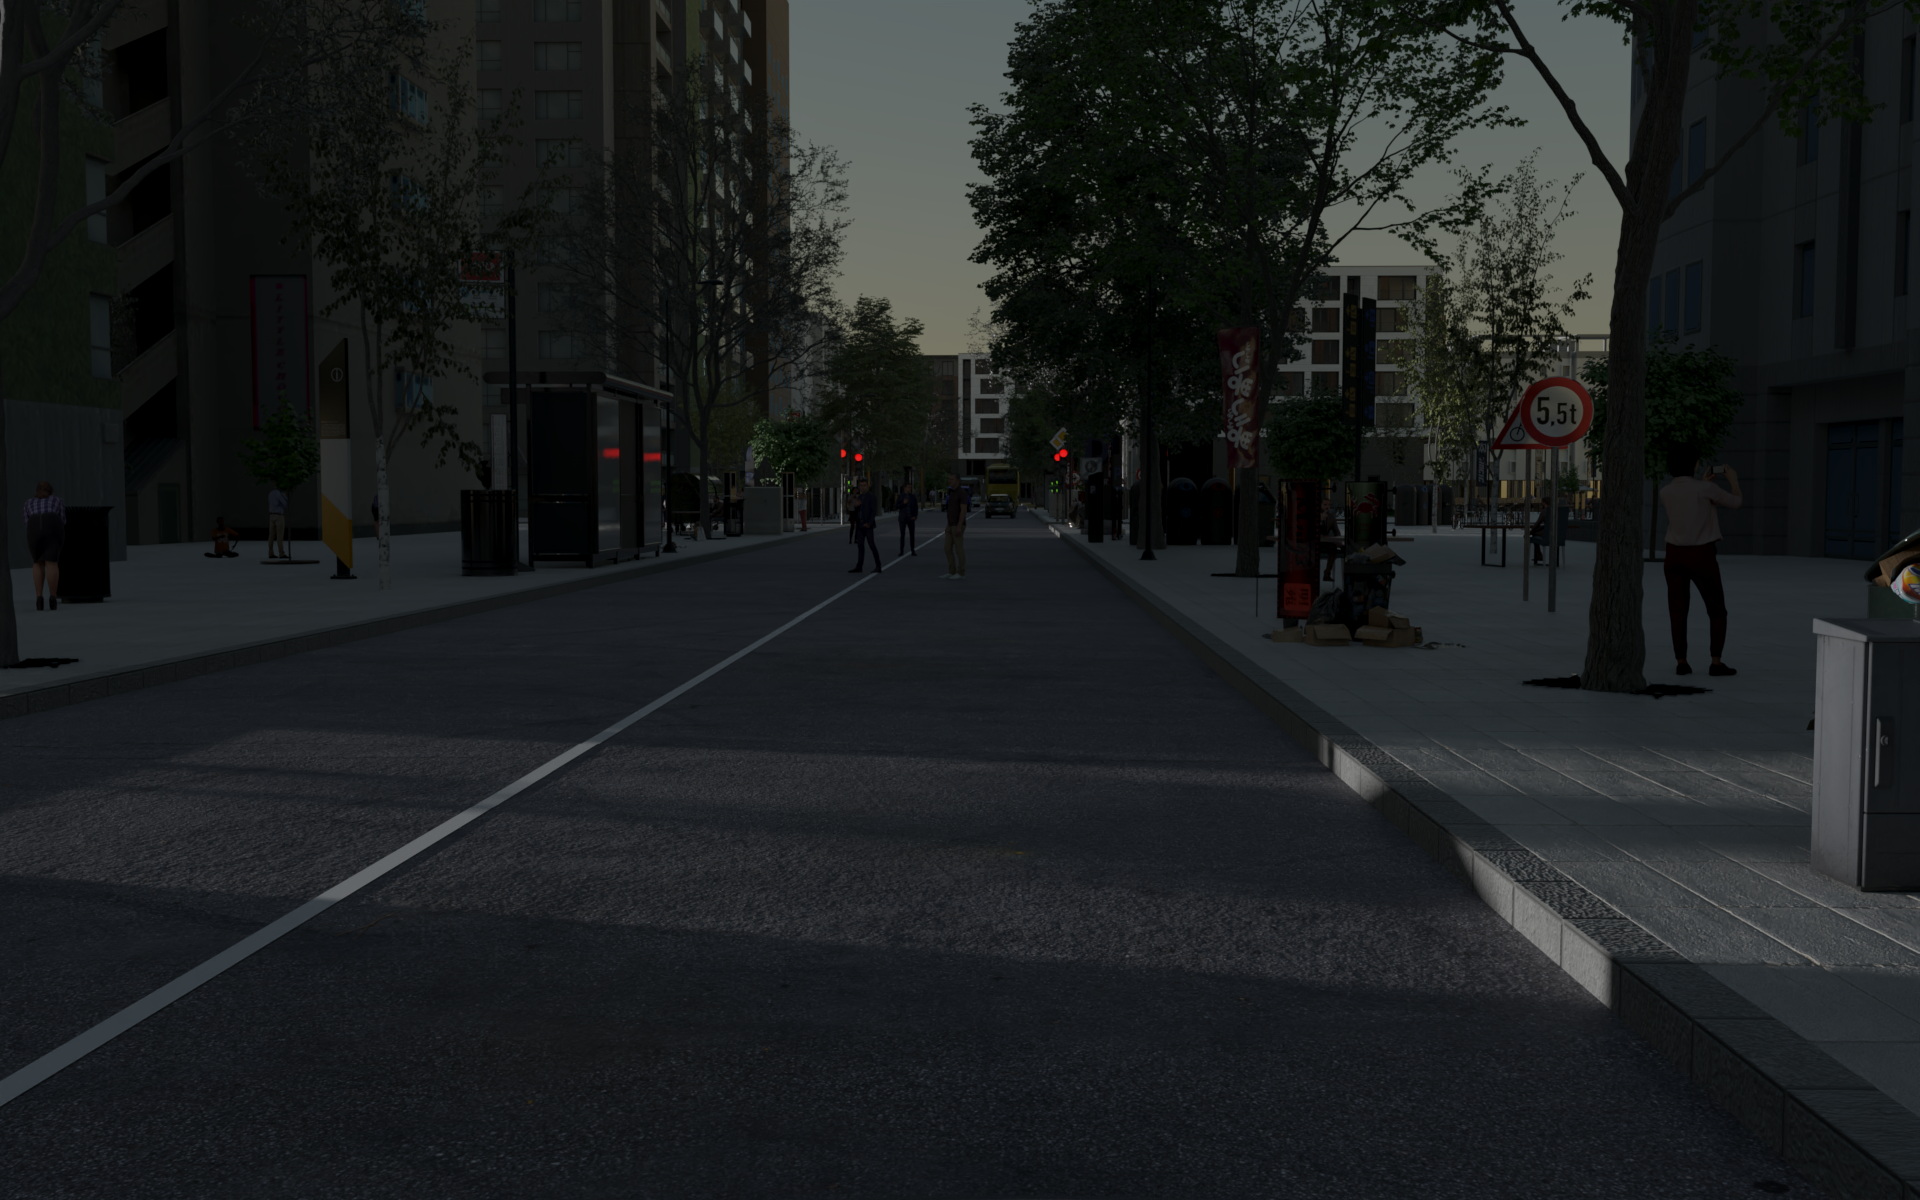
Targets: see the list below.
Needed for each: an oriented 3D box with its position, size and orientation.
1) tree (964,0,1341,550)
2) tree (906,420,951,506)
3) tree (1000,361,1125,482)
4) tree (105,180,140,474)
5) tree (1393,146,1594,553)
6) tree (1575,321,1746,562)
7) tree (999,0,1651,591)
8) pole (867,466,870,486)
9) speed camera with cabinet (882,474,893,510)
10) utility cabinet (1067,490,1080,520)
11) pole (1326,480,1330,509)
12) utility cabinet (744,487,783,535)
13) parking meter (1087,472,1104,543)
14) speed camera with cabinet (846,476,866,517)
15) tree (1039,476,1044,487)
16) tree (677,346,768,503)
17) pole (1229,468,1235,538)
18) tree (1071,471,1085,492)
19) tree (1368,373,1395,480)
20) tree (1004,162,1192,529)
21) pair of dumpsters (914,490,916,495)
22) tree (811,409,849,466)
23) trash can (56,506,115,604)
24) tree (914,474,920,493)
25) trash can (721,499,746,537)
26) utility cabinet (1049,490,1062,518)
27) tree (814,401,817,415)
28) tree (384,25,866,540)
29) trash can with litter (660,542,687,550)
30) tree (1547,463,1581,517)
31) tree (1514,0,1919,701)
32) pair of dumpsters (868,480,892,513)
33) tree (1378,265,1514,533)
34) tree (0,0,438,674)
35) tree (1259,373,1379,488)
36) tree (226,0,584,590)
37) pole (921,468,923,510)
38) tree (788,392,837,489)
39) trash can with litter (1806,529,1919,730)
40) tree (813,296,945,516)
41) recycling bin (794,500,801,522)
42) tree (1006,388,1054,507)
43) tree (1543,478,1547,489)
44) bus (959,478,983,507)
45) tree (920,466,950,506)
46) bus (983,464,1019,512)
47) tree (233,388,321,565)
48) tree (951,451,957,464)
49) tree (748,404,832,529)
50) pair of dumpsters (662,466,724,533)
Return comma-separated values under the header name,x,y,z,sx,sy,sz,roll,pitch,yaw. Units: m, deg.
name,x,y,z,sx,sy,sz,roll,pitch,yaw
tree,4.468,-8.145,39.825,9.857,13.997,8.962,0,3,0
tree,-3.864,-13.224,166.578,4.737,8.622,4.395,0,3,0
tree,7.478,-12.803,126.329,9.611,12.733,9.660,0,3,0
tree,-19.525,-5.308,37.150,4.360,8.622,3.978,0,3,0
tree,11.638,-5.335,37.592,4.360,8.622,3.978,0,3,0
tree,13.217,-3.020,33.092,4.285,4.588,4.351,0,3,0
tree,4.621,-6.161,26.485,9.928,11.665,9.643,0,3,0
pole,-6.466,-7.837,121.970,0.158,3.312,0.155,0,3,0
speed camera with cabinet,-6.022,-9.074,142.688,0.660,3.252,2.038,2,4,23
utility cabinet,5.652,-4.712,85.727,0.318,1.500,1.173,1,4,21
pole,17.524,-5.424,82.525,0.158,3.312,0.155,0,3,0
utility cabinet,-6.083,-2.746,53.576,1.173,1.500,0.318,1,4,9
parking meter,3.574,-2.443,45.648,0.255,1.863,0.399,-3,5,-43
speed camera with cabinet,-5.738,-6.162,95.078,0.660,3.252,2.038,-1,4,-20
tree,9.386,-14.831,192.846,4.360,8.622,3.978,0,3,0
tree,-12.043,-8.273,85.624,4.737,8.622,4.395,0,3,0
pole,8.006,-3.497,51.013,0.158,3.312,0.155,0,3,0
tree,6.260,-5.267,80.725,1.663,3.219,1.824,0,3,0
tree,26.377,-9.449,104.854,4.360,8.622,3.978,0,3,0
tree,5.007,-9.336,63.013,12.009,13.543,11.850,0,3,0
pair of dumpsters,-4.414,-8.381,139.523,1.574,2.255,4.437,0,4,1
tree,-11.522,-12.266,150.917,4.737,8.622,4.395,0,3,0
trash can,-10.378,-0.538,20.453,0.748,1.137,0.748,0,3,0
tree,-4.061,-9.144,144.110,1.663,3.219,1.824,0,3,0
trash can,-6.785,-2.462,51.904,0.748,1.137,0.748,0,3,0
utility cabinet,5.378,-5.163,93.099,1.173,1.500,0.318,0,4,-4
tree,-5.511,-11.285,110.260,9.928,11.665,9.643,0,3,0
tree,-7.263,-8.437,48.321,12.009,13.543,11.850,0,3,0
trash can with litter,-7.140,-1.817,40.763,1.678,1.210,2.233,2,4,33
tree,34.829,-6.351,98.446,1.663,3.219,1.824,0,3,0
tree,4.414,-5.208,10.902,9.928,11.665,9.643,0,3,0
pair of dumpsters,-5.574,-7.179,119.872,1.574,2.255,4.437,0,4,2
tree,15.838,-6.502,56.671,4.737,8.622,4.395,0,3,0
tree,-7.189,-6.255,12.633,12.009,13.543,11.850,0,3,0
tree,9.708,-3.875,47.070,4.285,4.588,4.351,0,3,0
tree,-7.450,-4.431,22.803,4.360,8.622,3.978,0,3,0
pole,-2.968,-8.662,135.470,0.158,3.312,0.155,0,3,0
tree,-11.009,-11.051,131.051,4.360,8.622,3.978,0,3,0
trash can with litter,4.514,0.183,8.388,0.624,1.170,1.055,0,4,-8
tree,-4.762,-11.131,100.115,7.486,12.596,7.792,0,3,0
recycling bin,-7.694,-4.146,80.343,0.722,1.027,0.722,-2,4,-24
tree,8.048,-15.581,172.876,7.486,12.596,7.792,0,3,0
tree,37.505,-7.008,109.180,1.663,3.219,1.824,0,3,0
bus,0.949,-12.026,191.478,2.948,3.499,13.247,0,4,0
tree,-2.107,-14.883,227.043,4.285,4.588,4.351,0,3,0
bus,3.327,-9.068,139.800,2.896,3.916,12.252,0,4,0
tree,-12.489,-2.276,31.816,1.663,3.219,1.824,0,3,0
tree,-2.472,-14.029,179.729,4.737,8.622,4.395,0,3,0
tree,-6.147,-4.870,63.335,4.285,4.588,4.351,0,3,0
pair of dumpsters,-9.015,-3.432,58.599,1.574,2.255,4.437,0,4,1
